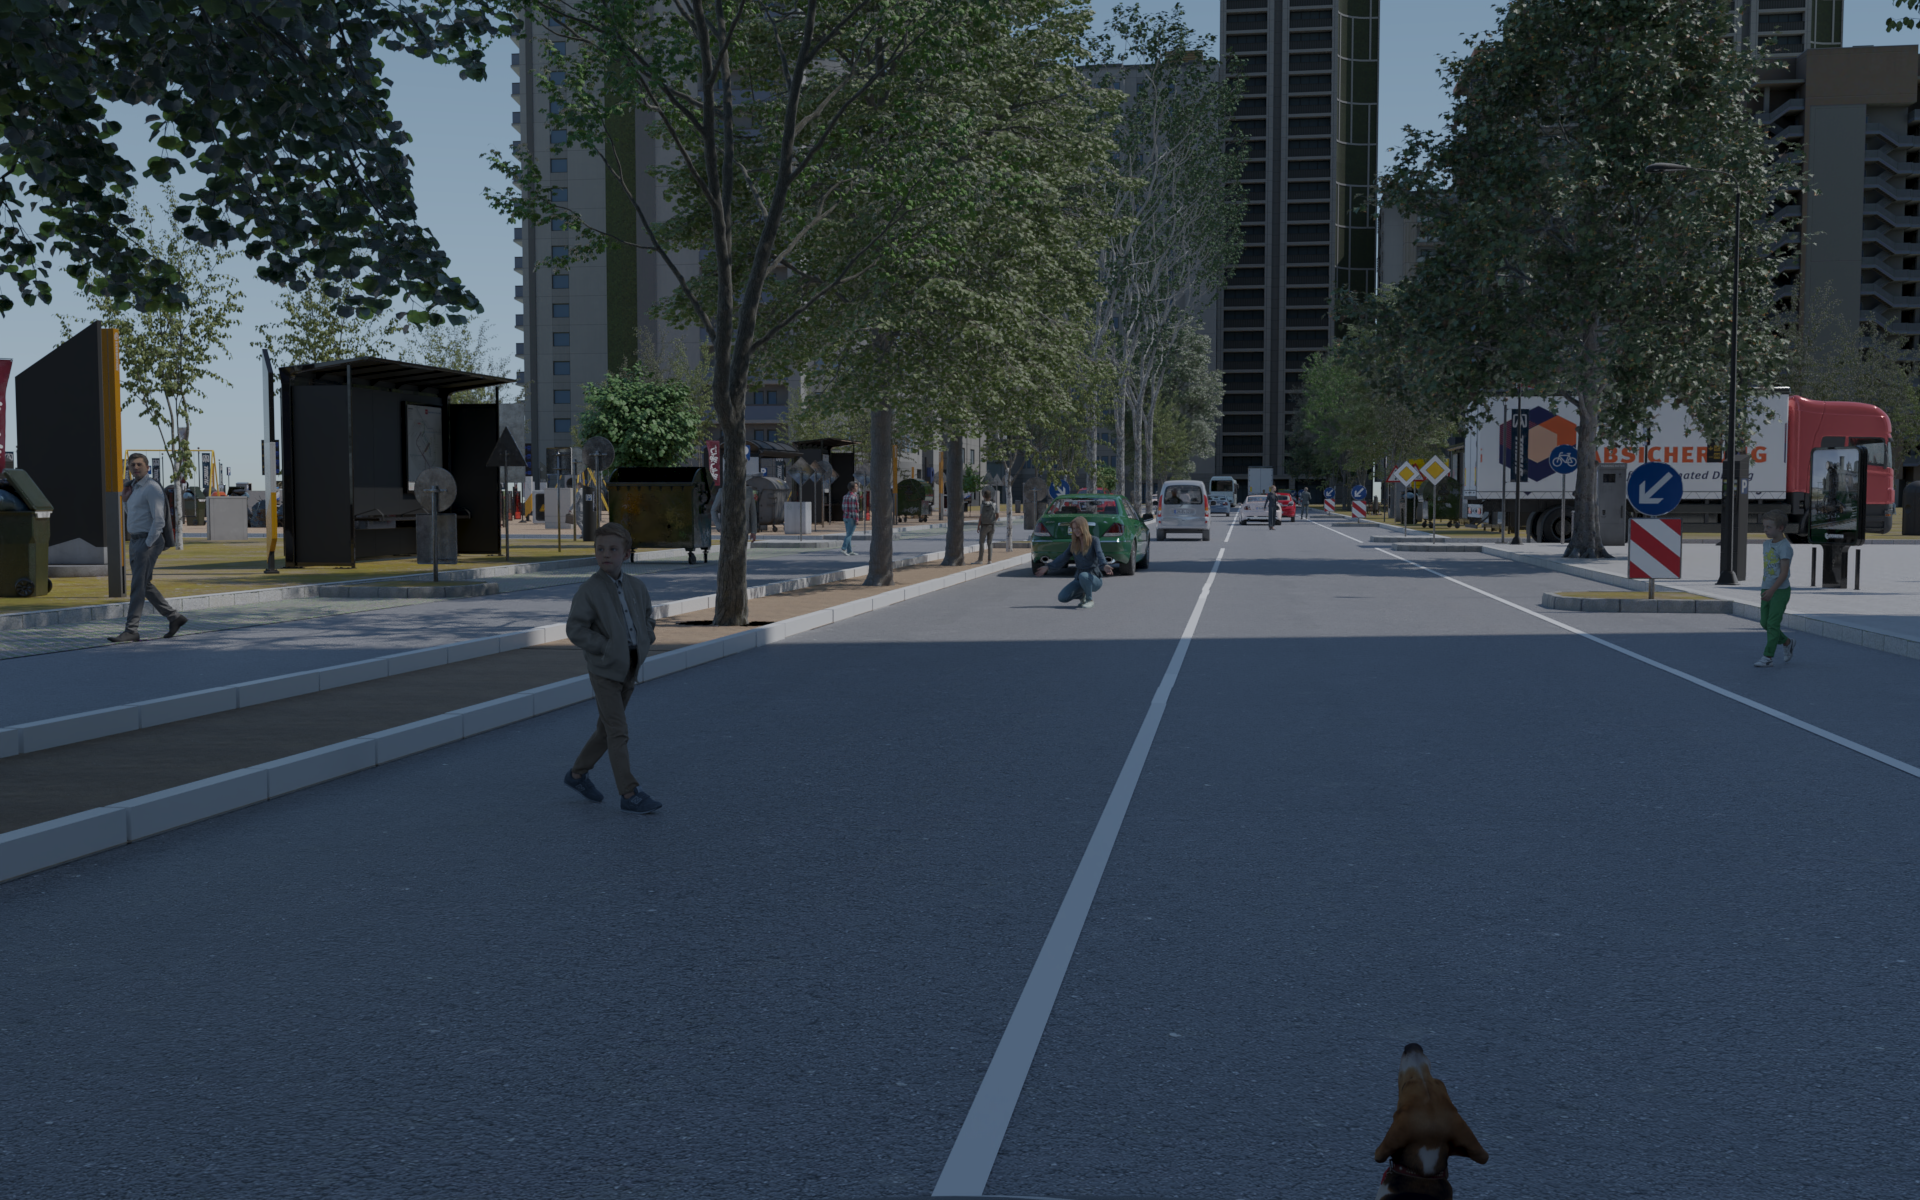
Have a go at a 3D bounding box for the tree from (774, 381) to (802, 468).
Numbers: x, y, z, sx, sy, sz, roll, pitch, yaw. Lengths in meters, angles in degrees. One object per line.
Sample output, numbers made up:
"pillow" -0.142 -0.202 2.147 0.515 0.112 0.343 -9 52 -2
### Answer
"tree" -8.288 -9.257 101.710 4.737 8.622 4.395 0 3 0

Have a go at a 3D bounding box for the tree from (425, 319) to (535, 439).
"tree" -20.143 -7.435 71.931 4.360 8.622 3.978 0 3 0

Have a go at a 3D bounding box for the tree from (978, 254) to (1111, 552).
"tree" 1.215 -5.466 42.191 4.737 8.622 4.395 0 3 0

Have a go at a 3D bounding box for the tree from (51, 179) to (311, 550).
"tree" -18.144 -5.451 39.488 4.737 8.622 4.395 0 3 0

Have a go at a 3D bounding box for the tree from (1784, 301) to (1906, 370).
"tree" 35.913 -7.259 69.055 4.360 8.622 3.978 0 3 0

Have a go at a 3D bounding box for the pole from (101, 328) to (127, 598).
"pole" -10.471 -1.687 21.429 0.158 3.312 0.155 0 3 0

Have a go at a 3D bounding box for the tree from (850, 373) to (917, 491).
"tree" -3.598 -8.338 86.685 4.360 8.622 3.978 0 3 0

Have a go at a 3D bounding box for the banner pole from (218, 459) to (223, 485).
"banner pole" -53.239 -8.243 124.786 0.401 3.779 0.863 0 4 -4

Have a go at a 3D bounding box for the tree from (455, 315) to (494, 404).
"tree" -19.802 -7.115 66.700 4.737 8.622 4.395 0 3 0

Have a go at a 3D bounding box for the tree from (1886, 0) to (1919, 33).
"tree" 10.366 -3.970 15.266 4.737 8.622 4.395 0 3 0

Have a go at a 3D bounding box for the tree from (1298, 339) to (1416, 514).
"tree" 26.013 -11.404 112.211 9.928 11.665 9.643 0 3 0

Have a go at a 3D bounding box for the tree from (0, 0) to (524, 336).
"tree" -4.821 -5.984 6.955 9.857 13.997 8.962 0 3 0

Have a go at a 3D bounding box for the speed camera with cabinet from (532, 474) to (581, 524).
"speed camera with cabinet" -17.450 -4.930 74.942 2.038 3.252 0.660 -1 4 -10

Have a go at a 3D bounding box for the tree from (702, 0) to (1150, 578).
"tree" -0.148 -6.970 34.541 7.486 12.596 7.792 0 3 0

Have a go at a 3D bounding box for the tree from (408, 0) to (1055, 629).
"tree" -2.401 -5.513 18.358 9.928 11.665 9.643 0 3 0

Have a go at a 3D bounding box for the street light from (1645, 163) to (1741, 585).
"street light" 10.318 -3.172 24.396 1.470 5.913 1.316 1 4 9

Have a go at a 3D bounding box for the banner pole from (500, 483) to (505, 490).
"banner pole" -32.119 -8.002 120.850 0.863 3.779 0.401 -2 4 -35

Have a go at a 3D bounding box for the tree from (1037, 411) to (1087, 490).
"tree" 7.374 -10.980 129.886 4.360 8.622 3.978 0 3 0

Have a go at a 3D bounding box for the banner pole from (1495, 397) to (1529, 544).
"banner pole" 14.283 -3.346 44.727 0.863 3.779 0.401 0 4 -2

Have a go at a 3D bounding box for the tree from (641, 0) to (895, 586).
"tree" -1.275 -6.512 27.053 7.486 12.596 7.792 0 3 0

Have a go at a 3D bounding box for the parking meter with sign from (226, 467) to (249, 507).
"parking meter with sign" -46.191 -7.047 111.476 1.738 3.016 0.543 0 4 -6

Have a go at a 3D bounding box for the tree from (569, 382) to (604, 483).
"tree" -23.085 -9.786 110.358 4.737 8.622 4.395 0 3 0

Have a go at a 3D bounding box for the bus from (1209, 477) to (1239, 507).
"bus" 28.802 -11.883 189.147 2.948 3.499 13.247 1 4 10

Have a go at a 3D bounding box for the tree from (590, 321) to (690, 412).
"tree" -13.245 -7.509 73.130 4.360 8.622 3.978 0 3 0

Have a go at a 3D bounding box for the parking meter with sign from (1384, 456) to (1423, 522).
"parking meter with sign" 20.341 -5.088 79.449 1.738 3.016 0.543 1 4 17

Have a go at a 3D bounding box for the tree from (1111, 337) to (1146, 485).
"tree" 3.403 -6.227 54.637 4.737 8.622 4.395 0 3 0

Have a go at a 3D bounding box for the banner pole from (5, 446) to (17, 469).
"banner pole" -48.845 -6.075 89.348 0.863 3.779 0.401 -3 5 -40

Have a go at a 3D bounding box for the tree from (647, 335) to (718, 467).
"tree" -12.286 -7.898 79.501 4.737 8.622 4.395 0 3 0

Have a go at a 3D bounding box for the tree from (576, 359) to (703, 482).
"tree" -7.845 -3.577 42.206 4.285 4.588 4.351 0 3 0

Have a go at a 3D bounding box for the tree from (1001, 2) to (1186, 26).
"tree" 3.749 -12.571 63.884 12.611 20.169 13.585 0 3 0

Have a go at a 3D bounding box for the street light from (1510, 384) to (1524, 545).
"street light" 13.579 -4.359 43.813 1.470 5.913 1.316 1 4 9

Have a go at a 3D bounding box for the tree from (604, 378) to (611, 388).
"tree" -15.491 -8.603 91.018 4.737 8.622 4.395 0 3 0

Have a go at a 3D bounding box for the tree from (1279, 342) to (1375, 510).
"tree" 30.825 -13.986 139.038 12.009 13.543 11.850 0 3 0

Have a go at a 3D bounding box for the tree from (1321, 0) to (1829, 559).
"tree" 12.541 -7.188 34.528 9.611 12.733 9.660 0 3 0

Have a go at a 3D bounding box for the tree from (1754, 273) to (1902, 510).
"tree" 28.354 -6.623 58.644 4.360 8.622 3.978 0 3 0

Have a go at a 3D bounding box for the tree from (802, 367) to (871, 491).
"tree" -5.491 -8.762 93.624 4.737 8.622 4.395 0 3 0

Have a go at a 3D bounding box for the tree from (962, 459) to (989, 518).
"tree" 0.532 -6.086 94.112 1.663 3.219 1.824 0 3 0

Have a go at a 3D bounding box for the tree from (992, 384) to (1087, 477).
"tree" 5.517 -11.509 122.586 7.601 10.594 8.767 1 4 21

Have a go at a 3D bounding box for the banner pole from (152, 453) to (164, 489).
"banner pole" -48.791 -7.065 105.528 0.863 3.779 0.401 -1 4 -9

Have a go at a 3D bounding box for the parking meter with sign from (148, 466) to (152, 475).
"parking meter with sign" -50.118 -6.731 106.320 0.543 3.016 1.738 -3 4 -39

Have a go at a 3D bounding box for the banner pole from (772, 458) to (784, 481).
"banner pole" -9.533 -6.122 90.117 0.863 3.779 0.401 1 4 11

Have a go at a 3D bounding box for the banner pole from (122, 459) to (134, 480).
"banner pole" -52.056 -7.250 108.557 0.863 3.779 0.401 0 4 -3

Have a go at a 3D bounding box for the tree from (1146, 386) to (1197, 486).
"tree" 13.214 -9.728 111.865 4.737 8.622 4.395 0 3 0

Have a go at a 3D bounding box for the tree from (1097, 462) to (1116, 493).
"tree" 16.792 -12.864 194.039 4.285 4.588 4.351 0 3 0

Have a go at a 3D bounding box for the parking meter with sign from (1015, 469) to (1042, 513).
"parking meter with sign" 4.574 -7.338 116.232 1.738 3.016 0.543 1 4 9

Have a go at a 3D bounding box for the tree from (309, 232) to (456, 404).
"tree" -16.665 -5.822 45.558 4.737 8.622 4.395 0 3 0

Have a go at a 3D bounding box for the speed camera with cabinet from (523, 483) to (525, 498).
"speed camera with cabinet" -29.993 -7.827 122.303 2.038 3.252 0.660 2 4 35

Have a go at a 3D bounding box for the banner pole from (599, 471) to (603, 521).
"banner pole" -16.808 -5.572 81.115 0.401 3.779 0.863 -1 4 -20

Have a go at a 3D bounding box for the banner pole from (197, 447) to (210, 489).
"banner pole" -40.311 -6.256 92.305 0.401 3.779 0.863 3 5 40

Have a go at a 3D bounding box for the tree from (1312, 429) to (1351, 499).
"tree" 34.247 -12.723 158.387 4.737 8.622 4.395 0 3 0

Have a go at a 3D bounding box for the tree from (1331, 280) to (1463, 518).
"tree" 23.600 -10.658 92.385 7.486 12.596 7.792 0 3 0

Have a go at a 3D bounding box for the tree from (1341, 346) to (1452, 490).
"tree" 21.220 -8.127 83.240 4.360 8.622 3.978 0 3 0

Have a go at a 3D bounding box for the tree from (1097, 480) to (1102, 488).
"tree" 13.766 -10.968 173.931 1.663 3.219 1.824 0 3 0

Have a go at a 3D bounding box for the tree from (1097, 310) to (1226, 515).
"tree" 13.801 -12.843 119.088 9.857 13.997 8.962 0 3 0
